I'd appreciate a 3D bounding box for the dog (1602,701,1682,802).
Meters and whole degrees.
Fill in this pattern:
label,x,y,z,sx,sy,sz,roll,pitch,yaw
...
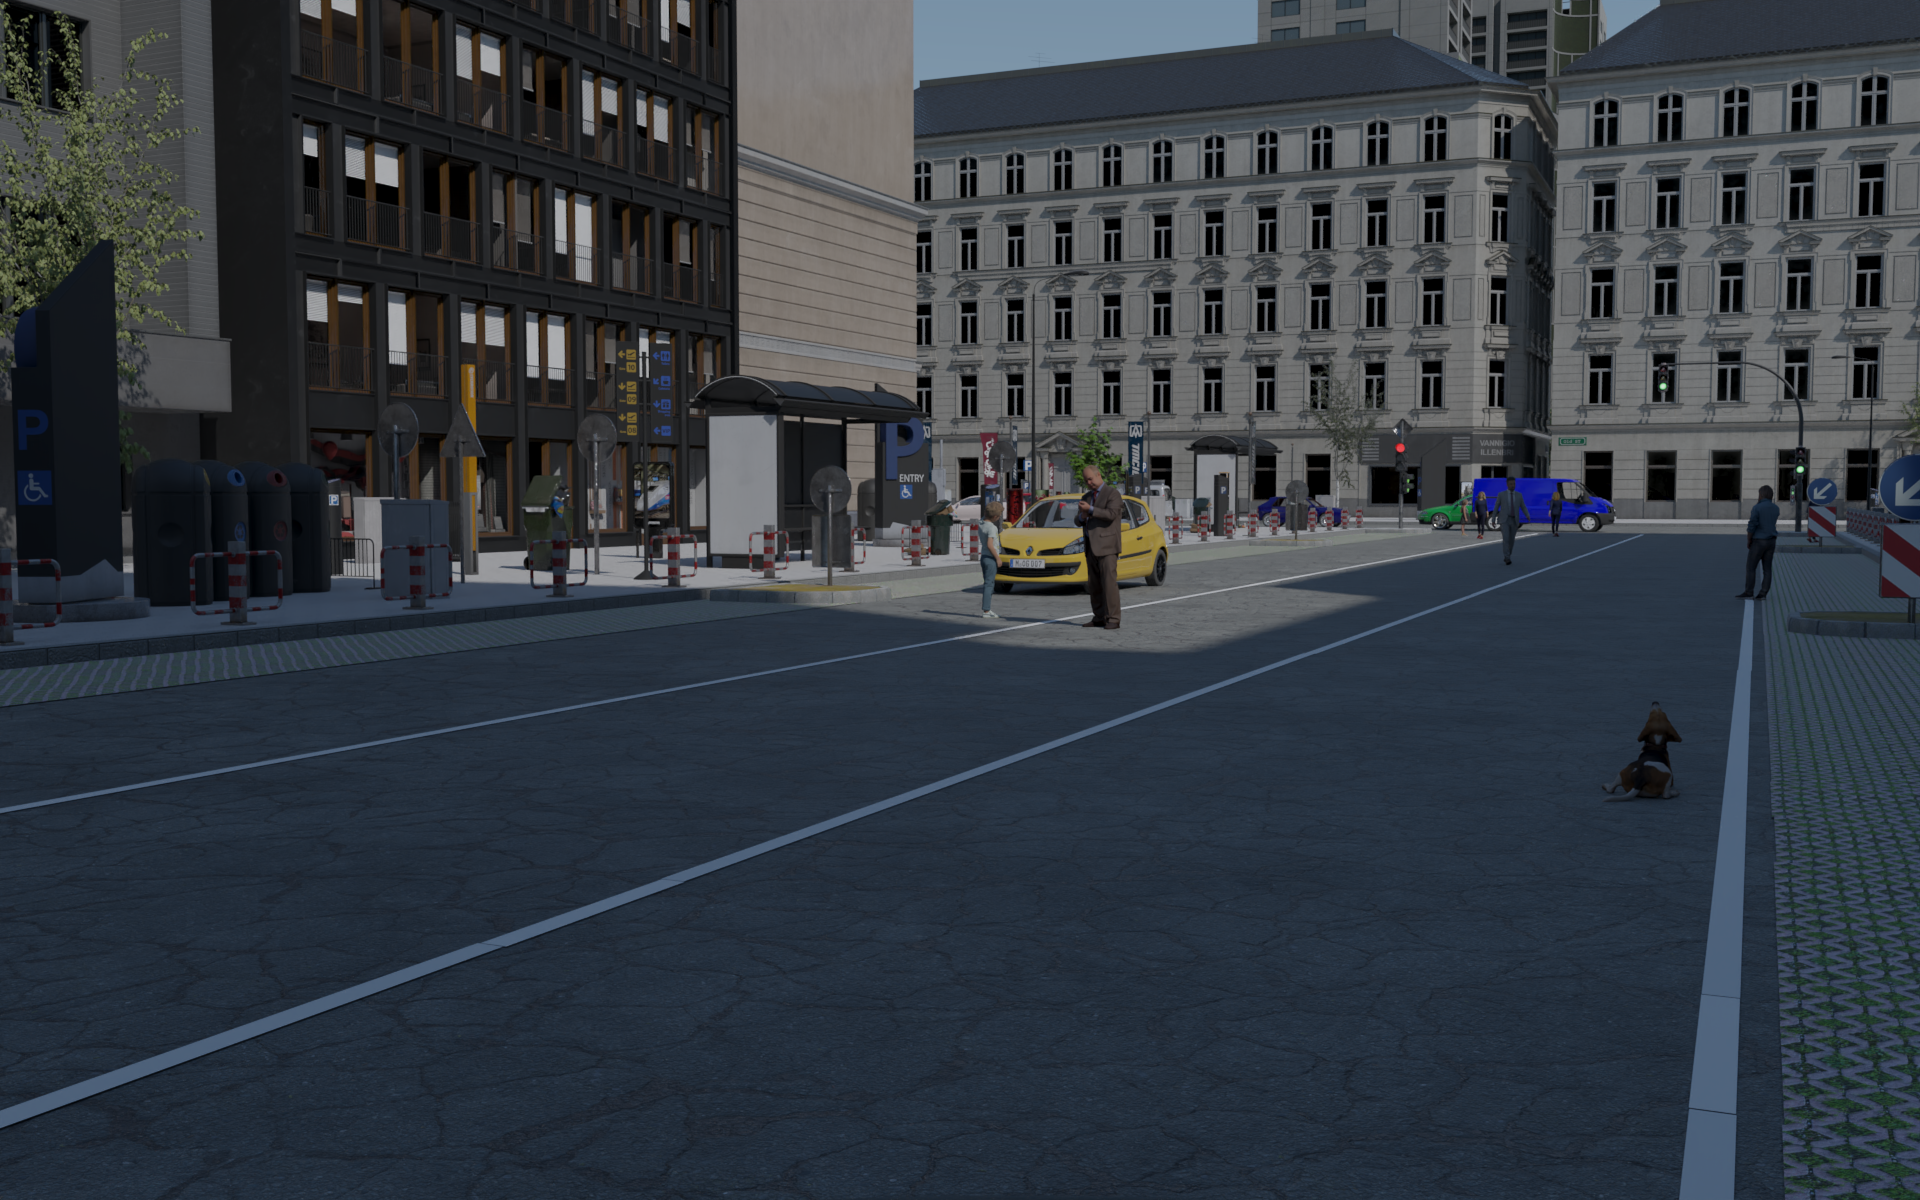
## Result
label,x,y,z,sx,sy,sz,roll,pitch,yaw
dog,3.259,0.723,8.376,0.748,0.427,0.550,-1,4,-20

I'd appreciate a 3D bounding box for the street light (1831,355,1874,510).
label,x,y,z,sx,sy,sz,roll,pitch,yaw
street light,29.794,-5.217,57.842,1.470,5.913,1.316,2,4,25

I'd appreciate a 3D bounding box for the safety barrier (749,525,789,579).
label,x,y,z,sx,sy,sz,roll,pitch,yaw
safety barrier,-2.875,-0.724,26.118,0.300,0.817,1.120,2,4,25

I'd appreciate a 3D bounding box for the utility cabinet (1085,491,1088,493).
label,x,y,z,sx,sy,sz,roll,pitch,yaw
utility cabinet,7.738,-5.505,98.689,1.173,1.500,0.318,1,4,18

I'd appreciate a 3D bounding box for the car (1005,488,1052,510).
label,x,y,z,sx,sy,sz,roll,pitch,yaw
car,4.095,-4.675,85.470,4.494,1.783,2.155,2,4,26

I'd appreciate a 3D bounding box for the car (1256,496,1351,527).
label,x,y,z,sx,sy,sz,roll,pitch,yaw
car,14.933,-3.836,75.296,3.894,1.354,1.945,2,4,25

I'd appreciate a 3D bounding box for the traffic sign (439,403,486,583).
label,x,y,z,sx,sy,sz,roll,pitch,yaw
traffic sign,-7.139,-1.516,24.798,0.884,2.594,0.081,2,4,29

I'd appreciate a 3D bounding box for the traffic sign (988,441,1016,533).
label,x,y,z,sx,sy,sz,roll,pitch,yaw
traffic sign,0.992,-2.530,41.479,0.768,2.556,0.104,2,4,31

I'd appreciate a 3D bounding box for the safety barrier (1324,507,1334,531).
label,x,y,z,sx,sy,sz,roll,pitch,yaw
safety barrier,12.874,-2.819,60.360,0.300,0.817,1.120,2,4,25

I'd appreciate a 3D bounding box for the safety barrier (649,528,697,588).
label,x,y,z,sx,sy,sz,roll,pitch,yaw
safety barrier,-3.935,-0.584,23.820,0.300,0.817,1.120,2,4,25

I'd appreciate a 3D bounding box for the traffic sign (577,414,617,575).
label,x,y,z,sx,sy,sz,roll,pitch,yaw
traffic sign,-5.787,-1.678,27.537,0.768,2.556,0.104,2,4,25

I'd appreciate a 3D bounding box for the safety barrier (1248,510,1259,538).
label,x,y,z,sx,sy,sz,roll,pitch,yaw
safety barrier,8.677,-2.260,51.233,0.300,0.817,1.120,2,4,25

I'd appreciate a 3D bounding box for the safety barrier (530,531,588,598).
label,x,y,z,sx,sy,sz,roll,pitch,yaw
safety barrier,-4.982,-0.445,21.543,0.300,0.817,1.120,2,4,25

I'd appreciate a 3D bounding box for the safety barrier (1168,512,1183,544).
label,x,y,z,sx,sy,sz,roll,pitch,yaw
safety barrier,5.531,-1.842,44.393,0.300,0.817,1.120,2,4,25

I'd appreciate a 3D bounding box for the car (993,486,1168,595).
label,x,y,z,sx,sy,sz,roll,pitch,yaw
car,1.787,-0.966,26.021,2.015,1.641,3.980,2,4,25

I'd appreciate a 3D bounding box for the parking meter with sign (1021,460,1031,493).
label,x,y,z,sx,sy,sz,roll,pitch,yaw
parking meter with sign,3.445,-5.725,89.868,0.543,3.016,1.738,0,4,-6

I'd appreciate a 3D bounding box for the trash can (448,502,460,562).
label,x,y,z,sx,sy,sz,roll,pitch,yaw
trash can,-9.603,-1.298,32.878,0.748,1.137,0.748,0,3,0

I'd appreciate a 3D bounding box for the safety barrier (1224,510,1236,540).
label,x,y,z,sx,sy,sz,roll,pitch,yaw
safety barrier,7.630,-2.121,48.954,0.300,0.817,1.120,2,4,25

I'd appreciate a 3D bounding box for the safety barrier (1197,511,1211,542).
label,x,y,z,sx,sy,sz,roll,pitch,yaw
safety barrier,6.580,-1.981,46.671,0.300,0.817,1.120,2,4,25

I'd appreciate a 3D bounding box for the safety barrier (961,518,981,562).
label,x,y,z,sx,sy,sz,roll,pitch,yaw
safety barrier,0.271,-1.143,32.968,0.300,0.817,1.120,2,4,25

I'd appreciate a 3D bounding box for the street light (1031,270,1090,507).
label,x,y,z,sx,sy,sz,roll,pitch,yaw
street light,2.034,-3.896,36.234,1.470,5.913,1.316,2,4,25

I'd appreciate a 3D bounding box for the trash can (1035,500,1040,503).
label,x,y,z,sx,sy,sz,roll,pitch,yaw
trash can,2.040,-1.770,40.591,0.748,1.137,0.748,0,3,0

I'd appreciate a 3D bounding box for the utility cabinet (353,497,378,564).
label,x,y,z,sx,sy,sz,roll,pitch,yaw
utility cabinet,-10.809,-1.295,32.331,0.306,1.237,1.020,2,4,29

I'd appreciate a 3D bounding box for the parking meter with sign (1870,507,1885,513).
label,x,y,z,sx,sy,sz,roll,pitch,yaw
parking meter with sign,30.498,-3.658,56.062,1.738,3.016,0.543,1,4,18

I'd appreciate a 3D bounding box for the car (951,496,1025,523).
label,x,y,z,sx,sy,sz,roll,pitch,yaw
car,0.853,-4.387,84.084,4.827,1.381,2.083,2,4,24

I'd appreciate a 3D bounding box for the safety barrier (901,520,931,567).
label,x,y,z,sx,sy,sz,roll,pitch,yaw
safety barrier,-0.776,-1.004,30.692,0.300,0.817,1.120,2,4,25

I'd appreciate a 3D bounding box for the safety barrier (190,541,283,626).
label,x,y,z,sx,sy,sz,roll,pitch,yaw
safety barrier,-7.080,-0.165,16.975,0.300,0.817,1.120,2,4,25

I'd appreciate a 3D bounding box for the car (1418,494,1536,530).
label,x,y,z,sx,sy,sz,roll,pitch,yaw
car,20.932,-3.739,69.936,4.718,1.807,1.959,2,4,24

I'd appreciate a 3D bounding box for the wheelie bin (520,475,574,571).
label,x,y,z,sx,sy,sz,roll,pitch,yaw
wheelie bin,-6.960,-1.304,29.228,0.980,1.594,0.693,2,4,30

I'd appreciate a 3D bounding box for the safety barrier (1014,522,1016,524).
label,x,y,z,sx,sy,sz,roll,pitch,yaw
safety barrier,1.319,-1.282,35.243,0.300,0.817,1.120,2,4,25

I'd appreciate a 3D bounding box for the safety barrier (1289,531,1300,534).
label,x,y,z,sx,sy,sz,roll,pitch,yaw
safety barrier,10.778,-2.540,55.800,0.300,0.817,1.120,2,4,25

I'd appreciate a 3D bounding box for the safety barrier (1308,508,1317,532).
label,x,y,z,sx,sy,sz,roll,pitch,yaw
safety barrier,11.824,-2.679,58.076,0.300,0.817,1.120,2,4,25

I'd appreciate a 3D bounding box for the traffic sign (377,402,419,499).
label,x,y,z,sx,sy,sz,roll,pitch,yaw
traffic sign,-7.810,-1.463,24.021,0.768,2.556,0.104,2,4,28

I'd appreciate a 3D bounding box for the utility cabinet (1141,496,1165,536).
label,x,y,z,sx,sy,sz,roll,pitch,yaw
utility cabinet,5.779,-2.571,53.202,1.020,1.237,0.306,0,4,-2

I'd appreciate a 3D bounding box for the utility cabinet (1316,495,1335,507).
label,x,y,z,sx,sy,sz,roll,pitch,yaw
utility cabinet,19.460,-4.957,92.214,1.020,1.237,0.306,3,4,36

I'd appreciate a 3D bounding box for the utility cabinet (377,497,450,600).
label,x,y,z,sx,sy,sz,roll,pitch,yaw
utility cabinet,-6.738,-0.629,21.439,1.020,1.237,0.306,3,4,37

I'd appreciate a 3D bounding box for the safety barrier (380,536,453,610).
label,x,y,z,sx,sy,sz,roll,pitch,yaw
safety barrier,-6.033,-0.305,19.257,0.300,0.817,1.120,2,4,25

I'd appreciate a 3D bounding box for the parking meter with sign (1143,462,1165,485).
label,x,y,z,sx,sy,sz,roll,pitch,yaw
parking meter with sign,10.728,-5.987,94.153,1.738,3.016,0.543,2,4,31

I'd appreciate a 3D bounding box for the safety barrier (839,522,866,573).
label,x,y,z,sx,sy,sz,roll,pitch,yaw
safety barrier,-1.819,-0.865,28.414,0.300,0.817,1.120,2,4,25

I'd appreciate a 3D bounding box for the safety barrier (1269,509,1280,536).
label,x,y,z,sx,sy,sz,roll,pitch,yaw
safety barrier,9.723,-2.400,53.511,0.300,0.817,1.120,2,4,25

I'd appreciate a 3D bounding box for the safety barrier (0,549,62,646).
label,x,y,z,sx,sy,sz,roll,pitch,yaw
safety barrier,-8.130,-0.026,14.700,0.300,0.817,1.120,2,4,25
